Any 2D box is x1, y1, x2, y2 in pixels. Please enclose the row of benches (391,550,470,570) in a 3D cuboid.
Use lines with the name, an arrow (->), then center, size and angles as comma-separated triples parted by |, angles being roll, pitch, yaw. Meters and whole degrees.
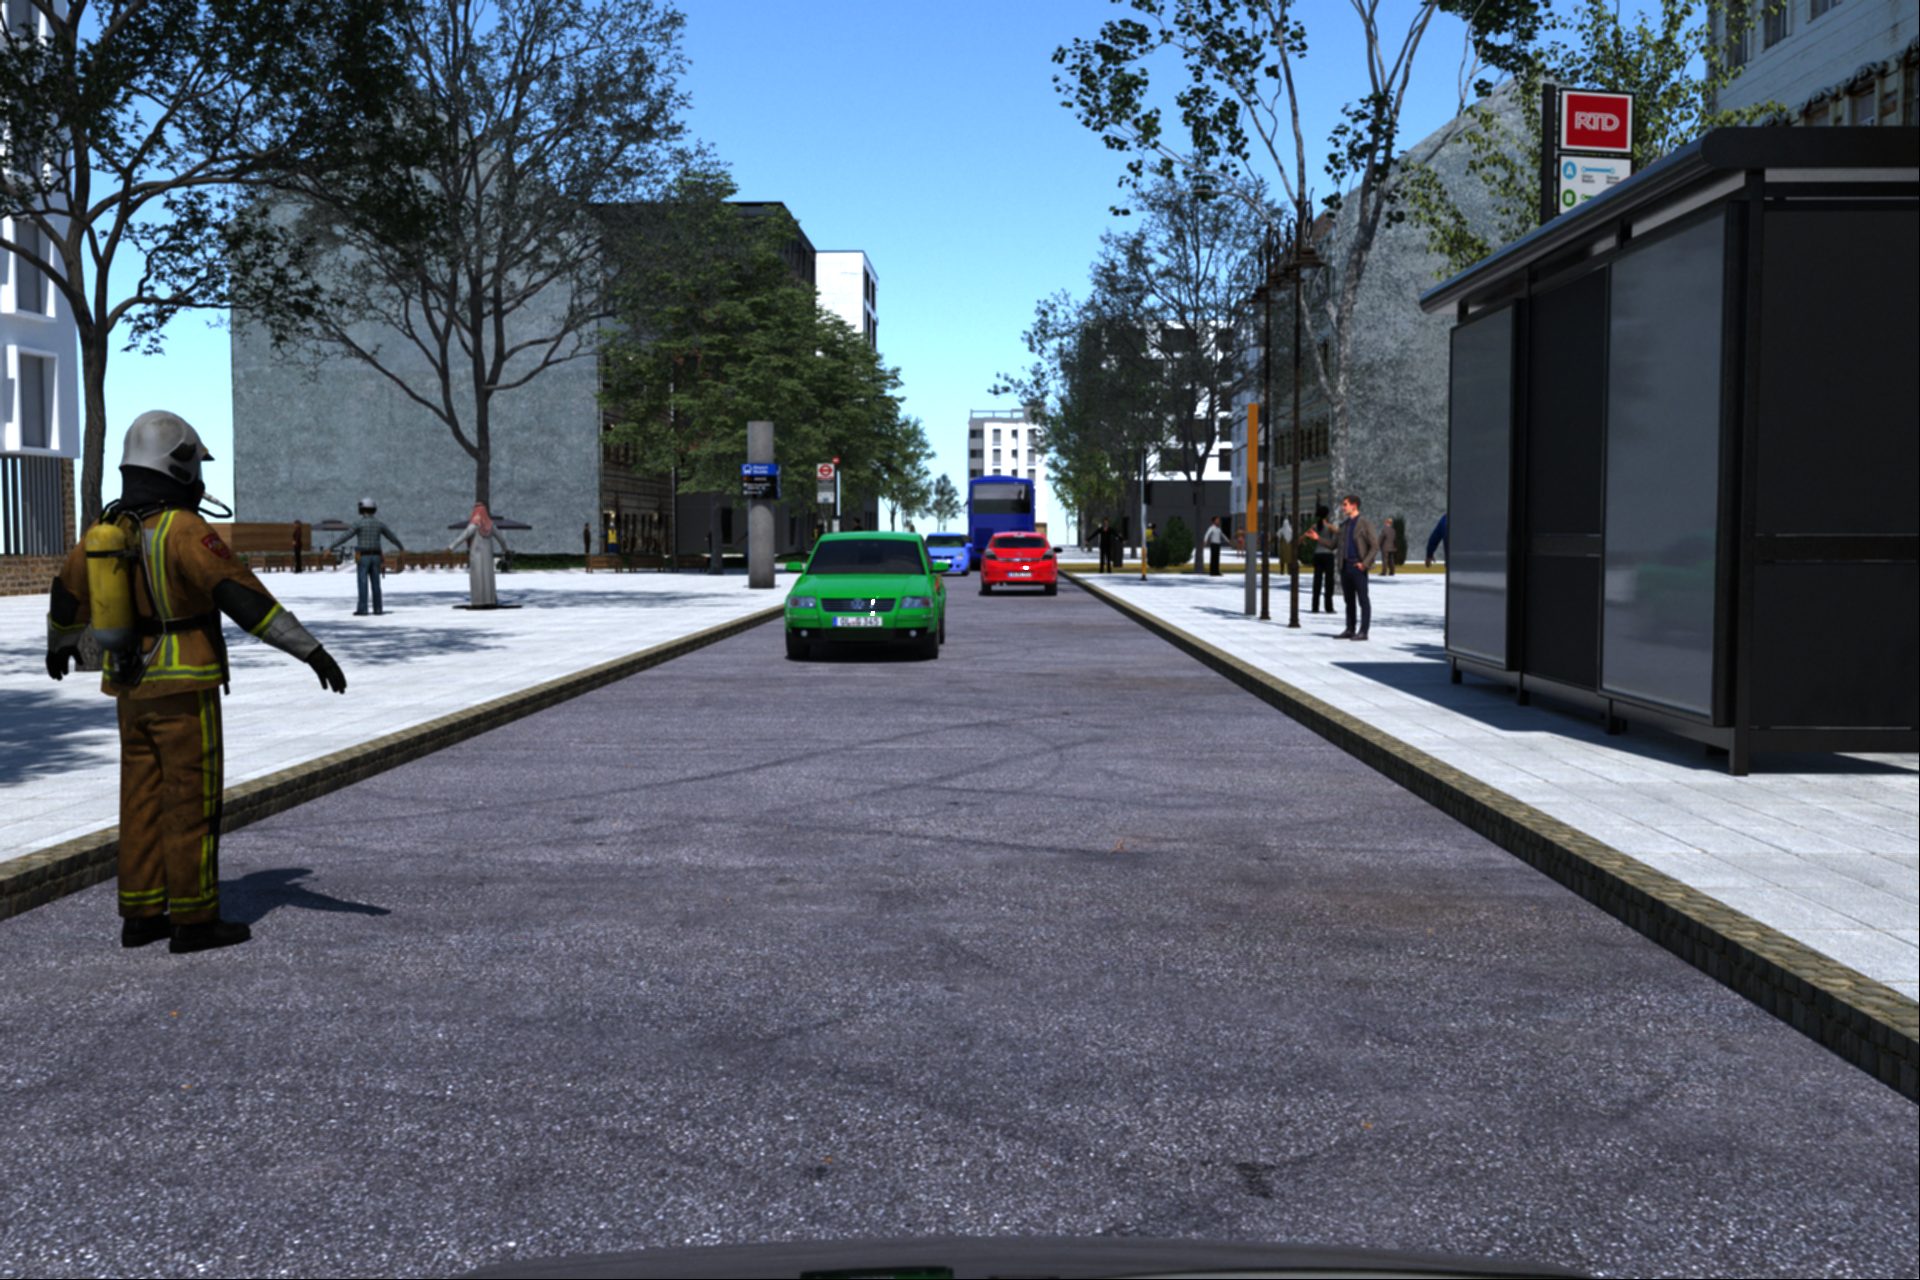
row of benches -> -19.204, -2.958, 63.819 | 1.422, 0.672, 4.104 | 2, 4, 28

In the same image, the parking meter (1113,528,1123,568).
parking meter -> 6.048, -3.544, 66.347 | 0.372, 1.533, 0.369 | 0, 3, 0

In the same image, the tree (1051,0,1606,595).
tree -> 7.989, -11.092, 37.239 | 12.611, 20.169, 13.585 | 0, 3, 0

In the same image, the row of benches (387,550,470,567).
row of benches -> -20.652, -3.207, 67.899 | 4.104, 0.672, 1.422 | 0, 4, 7

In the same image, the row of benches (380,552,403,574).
row of benches -> -18.967, -2.580, 57.642 | 1.422, 0.672, 4.104 | -1, 4, -15

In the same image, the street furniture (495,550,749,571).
street furniture -> -11.989, -2.953, 63.911 | 10.072, 0.657, 5.734 | -1, 4, -16

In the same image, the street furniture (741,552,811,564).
street furniture -> -6.207, -3.663, 75.510 | 10.072, 0.657, 5.734 | 2, 4, 35

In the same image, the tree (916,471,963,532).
tree -> -2.936, -19.580, 254.536 | 7.601, 10.594, 8.767 | 0, 4, 2

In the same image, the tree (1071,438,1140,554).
tree -> 9.364, -9.931, 112.732 | 4.737, 8.622, 4.395 | 0, 3, 0

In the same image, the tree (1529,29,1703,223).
tree -> 26.804, -12.914, 67.026 | 12.611, 20.169, 13.585 | 0, 3, 0

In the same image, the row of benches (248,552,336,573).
row of benches -> -22.854, -2.697, 59.555 | 1.422, 0.672, 4.104 | 1, 4, 15

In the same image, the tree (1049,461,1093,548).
tree -> 10.296, -12.952, 162.134 | 4.737, 8.622, 4.395 | 0, 3, 0

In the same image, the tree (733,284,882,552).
tree -> -7.120, -9.862, 79.377 | 7.486, 12.596, 7.792 | 0, 3, 0

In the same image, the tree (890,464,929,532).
tree -> -5.057, -12.993, 162.804 | 4.737, 8.622, 4.395 | 0, 3, 0

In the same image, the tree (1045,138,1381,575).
tree -> 7.545, -8.831, 54.760 | 12.009, 13.543, 11.850 | 0, 3, 0

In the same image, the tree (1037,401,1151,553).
tree -> 9.244, -11.932, 120.837 | 9.928, 11.665, 9.643 | 0, 3, 0

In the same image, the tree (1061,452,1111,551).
tree -> 9.240, -10.934, 129.136 | 4.737, 8.622, 4.395 | 0, 3, 0

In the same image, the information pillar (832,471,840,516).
information pillar -> -4.631, -4.485, 64.640 | 0.184, 3.620, 1.656 | 0, 4, 1

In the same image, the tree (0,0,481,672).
tree -> -7.923, -5.002, 16.192 | 8.767, 10.594, 7.601 | 3, 5, 40

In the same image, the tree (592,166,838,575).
tree -> -7.750, -8.343, 54.532 | 7.486, 12.596, 7.792 | 0, 3, 0

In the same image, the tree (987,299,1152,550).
tree -> 8.995, -17.396, 140.308 | 12.611, 20.169, 13.585 | 0, 3, 0

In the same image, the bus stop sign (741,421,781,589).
bus stop sign -> -4.667, -3.159, 40.672 | 0.837, 3.901, 0.837 | 0, 4, 0

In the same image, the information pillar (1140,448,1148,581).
information pillar -> 5.057, -3.441, 47.610 | 0.183, 3.616, 0.504 | 0, 4, 1

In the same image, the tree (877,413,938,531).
tree -> -5.736, -13.651, 148.944 | 9.928, 11.665, 9.643 | 0, 3, 0

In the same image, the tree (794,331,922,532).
tree -> -5.997, -10.911, 96.526 | 7.486, 12.596, 7.792 | 0, 3, 0

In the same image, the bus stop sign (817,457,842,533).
bus stop sign -> -4.499, -4.354, 59.896 | 0.855, 3.939, 0.416 | 0, 4, 1

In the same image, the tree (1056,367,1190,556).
tree -> 9.584, -10.773, 101.892 | 9.928, 11.665, 9.643 | 0, 3, 0

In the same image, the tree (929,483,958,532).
tree -> -1.874, -18.192, 247.808 | 4.360, 8.622, 3.978 | 0, 3, 0

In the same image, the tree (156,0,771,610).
tree -> -8.286, -7.281, 29.414 | 12.009, 13.543, 11.850 | 0, 3, 0

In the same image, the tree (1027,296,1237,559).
tree -> 8.911, -10.890, 88.429 | 12.009, 13.543, 11.850 | 0, 3, 0

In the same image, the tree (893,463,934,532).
tree -> -5.061, -12.712, 158.200 | 4.360, 8.622, 3.978 | 0, 3, 0

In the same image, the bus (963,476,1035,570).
bus -> 1.576, -4.917, 71.934 | 2.896, 3.916, 12.251 | 0, 3, 0

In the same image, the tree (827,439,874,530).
tree -> -6.769, -9.384, 103.796 | 4.737, 8.622, 4.395 | 0, 3, 0

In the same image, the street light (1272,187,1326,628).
street light -> 4.586, -3.107, 23.591 | 0.468, 5.910, 1.993 | 0, 4, 1

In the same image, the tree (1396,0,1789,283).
tree -> 7.761, -4.320, 20.992 | 4.737, 8.622, 4.395 | 0, 3, 0

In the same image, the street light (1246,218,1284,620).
street light -> 4.563, -3.239, 25.748 | 0.468, 5.910, 1.993 | 0, 4, 1

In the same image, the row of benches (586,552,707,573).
row of benches -> -10.314, -2.573, 57.539 | 4.104, 0.672, 1.422 | -2, 4, -25

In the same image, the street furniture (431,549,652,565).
street furniture -> -17.817, -3.570, 73.989 | 10.072, 0.657, 5.734 | 0, 4, -6

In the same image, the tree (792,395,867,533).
tree -> -7.208, -8.517, 89.611 | 4.360, 8.622, 3.978 | 0, 3, 0

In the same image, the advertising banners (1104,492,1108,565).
advertising banners -> 6.079, -4.663, 72.420 | 0.090, 3.025, 2.074 | 0, 4, 2

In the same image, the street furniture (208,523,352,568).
street furniture -> -29.221, -3.765, 68.414 | 11.010, 1.723, 9.812 | 1, 4, 14
